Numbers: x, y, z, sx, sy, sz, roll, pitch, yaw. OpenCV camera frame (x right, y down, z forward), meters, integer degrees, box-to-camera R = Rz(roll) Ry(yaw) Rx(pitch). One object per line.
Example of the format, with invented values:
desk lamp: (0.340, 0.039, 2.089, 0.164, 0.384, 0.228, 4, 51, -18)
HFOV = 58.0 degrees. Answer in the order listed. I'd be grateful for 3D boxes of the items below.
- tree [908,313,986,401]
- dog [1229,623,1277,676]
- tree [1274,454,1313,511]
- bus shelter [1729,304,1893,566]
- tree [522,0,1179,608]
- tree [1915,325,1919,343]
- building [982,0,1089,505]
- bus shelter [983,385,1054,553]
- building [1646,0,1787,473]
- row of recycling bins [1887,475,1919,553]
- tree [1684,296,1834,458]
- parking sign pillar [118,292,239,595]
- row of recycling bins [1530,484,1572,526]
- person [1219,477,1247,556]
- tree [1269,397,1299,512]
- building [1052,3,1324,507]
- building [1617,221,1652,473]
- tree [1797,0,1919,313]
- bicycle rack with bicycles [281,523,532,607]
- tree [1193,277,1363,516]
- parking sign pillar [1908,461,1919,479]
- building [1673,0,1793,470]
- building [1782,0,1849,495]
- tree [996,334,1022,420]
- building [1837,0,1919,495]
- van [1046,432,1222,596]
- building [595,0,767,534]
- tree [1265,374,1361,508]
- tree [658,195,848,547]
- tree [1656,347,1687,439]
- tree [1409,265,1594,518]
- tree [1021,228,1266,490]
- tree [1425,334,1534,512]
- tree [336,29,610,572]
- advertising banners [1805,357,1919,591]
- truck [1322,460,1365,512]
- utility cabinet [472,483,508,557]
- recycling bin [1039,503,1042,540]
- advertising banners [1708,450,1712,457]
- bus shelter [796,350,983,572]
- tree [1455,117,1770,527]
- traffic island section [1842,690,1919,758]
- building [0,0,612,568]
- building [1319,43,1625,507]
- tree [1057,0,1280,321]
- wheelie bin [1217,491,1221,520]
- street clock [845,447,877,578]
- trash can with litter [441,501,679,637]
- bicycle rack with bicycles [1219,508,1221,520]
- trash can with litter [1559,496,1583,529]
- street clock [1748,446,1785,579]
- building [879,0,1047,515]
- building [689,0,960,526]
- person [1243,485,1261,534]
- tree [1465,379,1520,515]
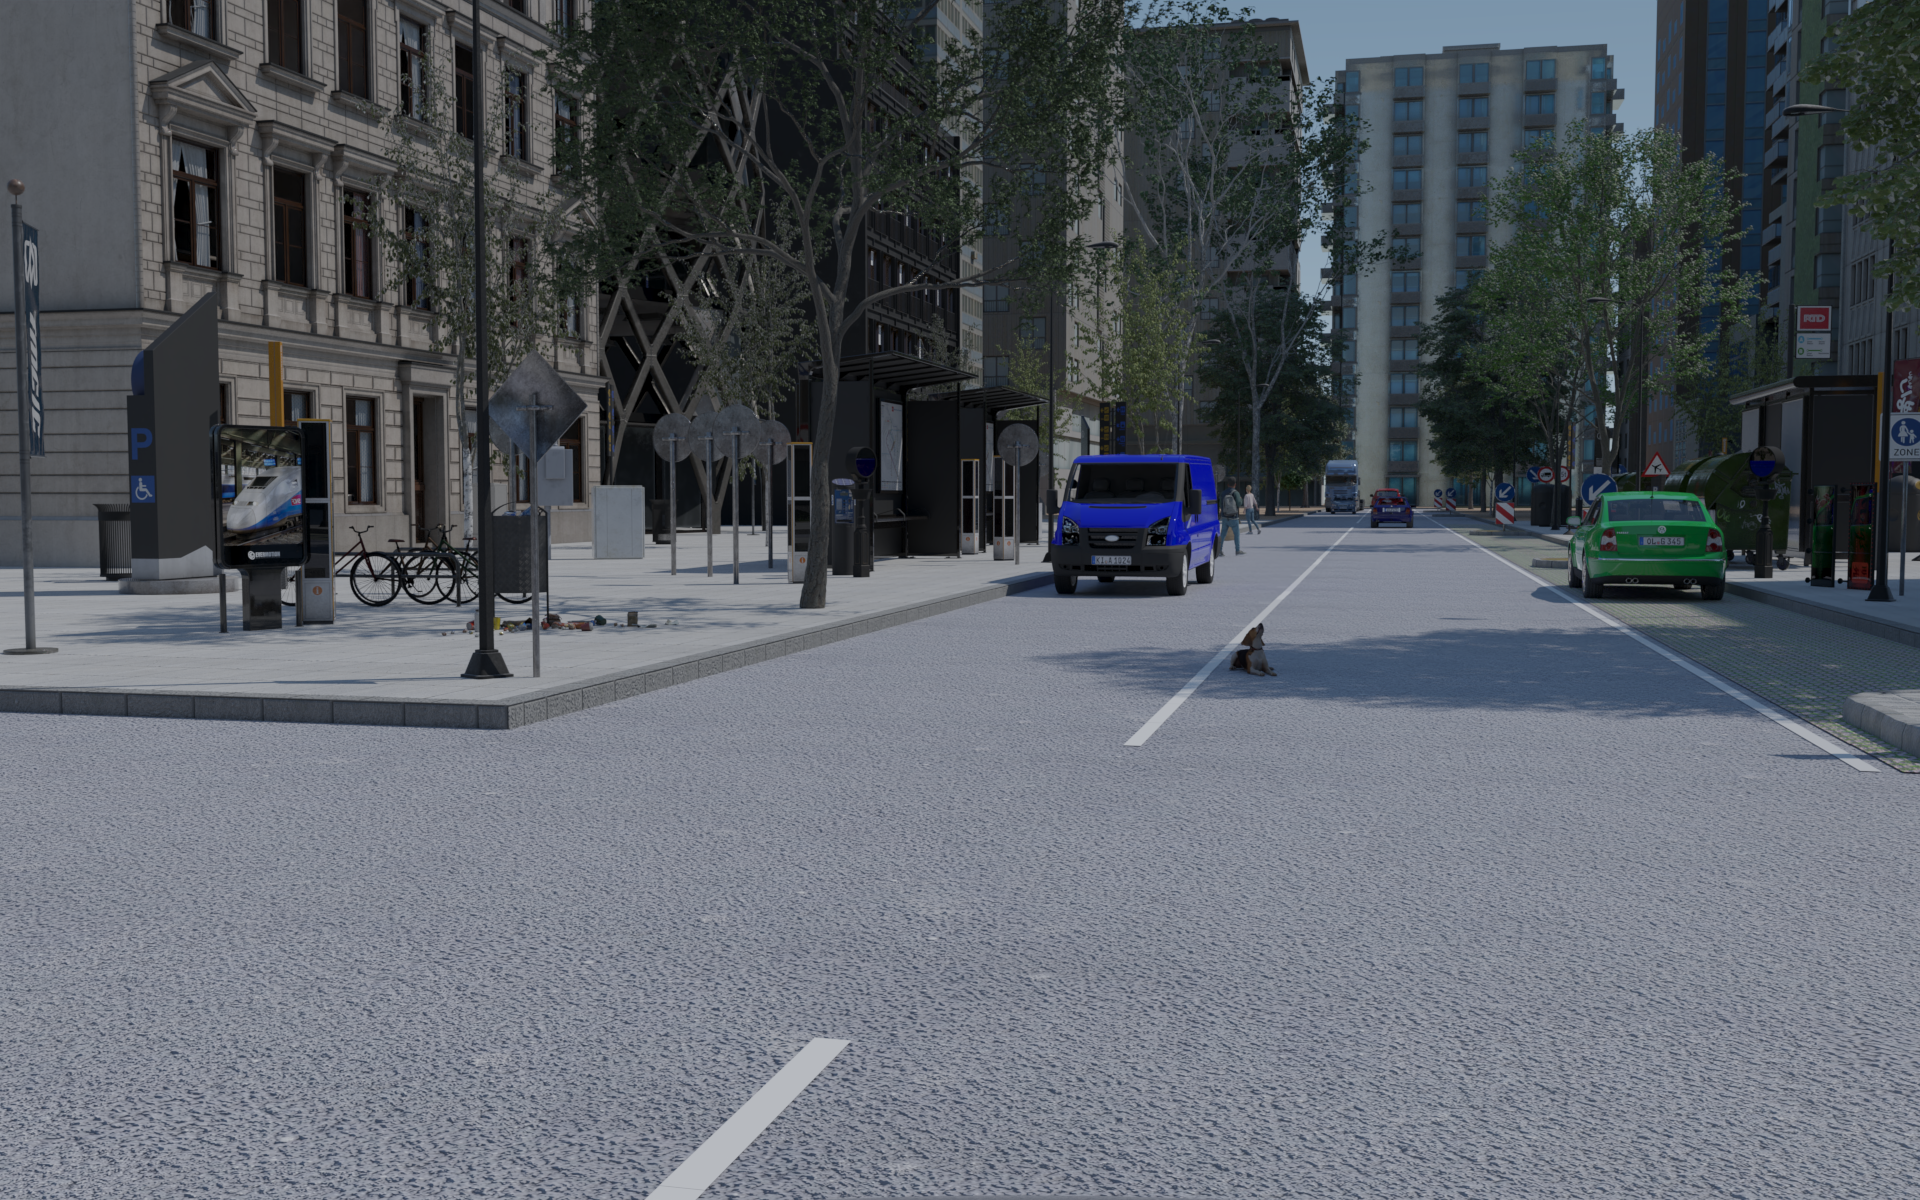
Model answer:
tree: (-0.412, -7.317, 69.988, 4.360, 8.622, 3.978, 0, 3, 0)
dog: (2.421, 0.379, 13.993, 0.550, 0.427, 0.748, 2, 4, 33)
tree: (25.254, -9.119, 132.816, 4.285, 4.588, 4.351, 0, 3, 0)
bus shelter: (16.808, -3.483, 34.579, 2.179, 5.291, 8.768, 1, 4, 14)
tree: (-1.349, -5.173, 18.996, 7.601, 10.594, 8.767, 1, 4, 23)
tree: (29.141, -6.046, 49.212, 4.737, 8.622, 4.395, 0, 3, 0)
building: (-1.864, -33.540, 137.610, 27.495, 52.752, 28.713, 1, 4, 14)
bus shelter: (0.787, -3.020, 40.664, 1.731, 3.624, 6.357, 1, 4, 14)
building: (60.175, -29.328, 129.632, 14.600, 45.320, 14.200, 1, 4, 14)
row of recycling bins: (22.192, -1.911, 38.352, 3.534, 1.692, 1.069, 0, 3, 0)
tree: (30.594, -7.040, 65.474, 4.737, 8.622, 4.395, 0, 3, 0)
parking sign pillar: (-10.239, -2.087, 22.601, 1.447, 3.967, 1.447, 1, 4, 13)
row of recycling bins: (24.392, -3.924, 71.277, 1.069, 1.692, 3.534, 2, 4, 35)
person: (6.154, -1.900, 39.552, 0.713, 1.824, 0.794, -2, 4, -26)
tree: (22.060, -10.424, 120.797, 4.737, 8.622, 4.395, 0, 3, 0)
building: (26.942, -37.103, 195.869, 27.495, 52.752, 28.713, 1, 4, 14)
building: (75.294, -24.794, 177.076, 14.107, 30.474, 14.160, 1, 4, 14)
tree: (11.130, -5.952, 15.448, 7.486, 12.596, 7.792, 0, 3, 0)
bicycle rack with bicycles: (-6.279, -0.438, 20.546, 2.925, 0.926, 2.852, 1, 4, 11)
tree: (18.326, -11.905, 101.309, 9.857, 13.997, 8.962, 0, 3, 0)
parking sign pillar: (30.901, -4.195, 57.059, 1.447, 3.967, 1.447, 1, 4, 22)
building: (58.781, -48.481, 105.334, 22.319, 86.520, 31.000, 1, 4, 14)
building: (48.822, -24.600, 85.810, 14.154, 41.232, 14.086, 1, 4, 14)
tree: (3.371, -7.855, 78.791, 4.737, 8.622, 4.395, 0, 3, 0)
building: (43.366, -15.251, 67.376, 12.078, 24.808, 19.932, 1, 4, 14)
van: (2.745, -1.344, 26.367, 2.240, 2.365, 5.245, 1, 4, 15)
building: (-15.309, -11.627, 57.554, 16.820, 18.784, 16.811, 1, 4, 14)
tree: (31.967, -14.855, 159.893, 9.611, 12.733, 9.660, 0, 3, 0)
tree: (-4.916, -5.609, 42.072, 4.360, 8.622, 3.978, 0, 3, 0)
tree: (32.235, -7.588, 74.425, 4.737, 8.622, 4.395, 0, 3, 0)
tree: (29.278, -11.465, 94.106, 9.857, 13.997, 8.962, 0, 3, 0)
tree: (4.966, -5.920, 47.154, 4.737, 8.622, 4.395, 0, 3, 0)
tree: (37.407, -12.467, 121.964, 7.486, 12.596, 7.792, 0, 3, 0)
tree: (-7.898, -4.778, 28.489, 4.360, 8.622, 3.978, 0, 3, 0)
advertising banners: (12.057, -1.648, 23.135, 0.090, 3.025, 2.074, -1, 4, -11)
truck: (31.824, -9.364, 142.852, 2.967, 4.110, 18.799, 1, 4, 15)
utility cabinet: (-9.439, -1.593, 34.723, 0.318, 1.500, 1.173, -3, 5, -39)
recycling bin: (1.876, -2.213, 48.738, 0.722, 1.027, 0.722, 1, 4, 19)
advertising banners: (29.935, -4.495, 69.680, 0.090, 3.025, 2.074, 1, 4, 9)
bus shelter: (-1.200, -2.465, 31.584, 1.731, 3.624, 6.357, 1, 4, 14)
tree: (17.672, -7.412, 46.943, 9.928, 11.665, 9.643, 0, 3, 0)
traffic island section: (6.327, 0.761, 9.840, 2.009, 0.180, 2.903, 1, 4, 14)
building: (-16.417, -10.681, 39.264, 10.561, 19.102, 19.286, 1, 4, 14)
building: (54.713, -34.732, 187.477, 30.456, 49.044, 23.786, 1, 4, 14)
tree: (9.187, -12.667, 62.994, 12.611, 20.169, 13.585, 0, 3, 0)
wheelie bin: (11.352, -4.299, 78.198, 0.693, 1.594, 0.980, -2, 4, -27)
street clock: (-1.520, -1.350, 26.642, 0.358, 2.002, 0.471, 3, 5, 41)
trash can with litter: (-3.780, -0.332, 16.486, 2.233, 1.210, 1.678, -1, 4, -16)
bicycle rack with bicycles: (11.820, -4.253, 82.912, 2.852, 0.926, 2.925, -1, 4, -11)
trash can with litter: (22.949, -3.230, 63.865, 1.678, 1.210, 2.233, 1, 4, 21)
street clock: (12.255, -1.333, 26.357, 0.358, 2.002, 0.471, -2, 4, -28)
building: (-11.914, -25.177, 103.531, 32.217, 40.220, 23.993, 1, 4, 14)
building: (-7.854, -15.195, 78.111, 12.332, 23.373, 15.834, 1, 4, 14)
person: (10.416, -3.196, 61.434, 0.598, 1.740, 0.731, 2, 4, 33)
tree: (31.943, -9.387, 103.838, 4.737, 8.622, 4.395, 0, 3, 0)
